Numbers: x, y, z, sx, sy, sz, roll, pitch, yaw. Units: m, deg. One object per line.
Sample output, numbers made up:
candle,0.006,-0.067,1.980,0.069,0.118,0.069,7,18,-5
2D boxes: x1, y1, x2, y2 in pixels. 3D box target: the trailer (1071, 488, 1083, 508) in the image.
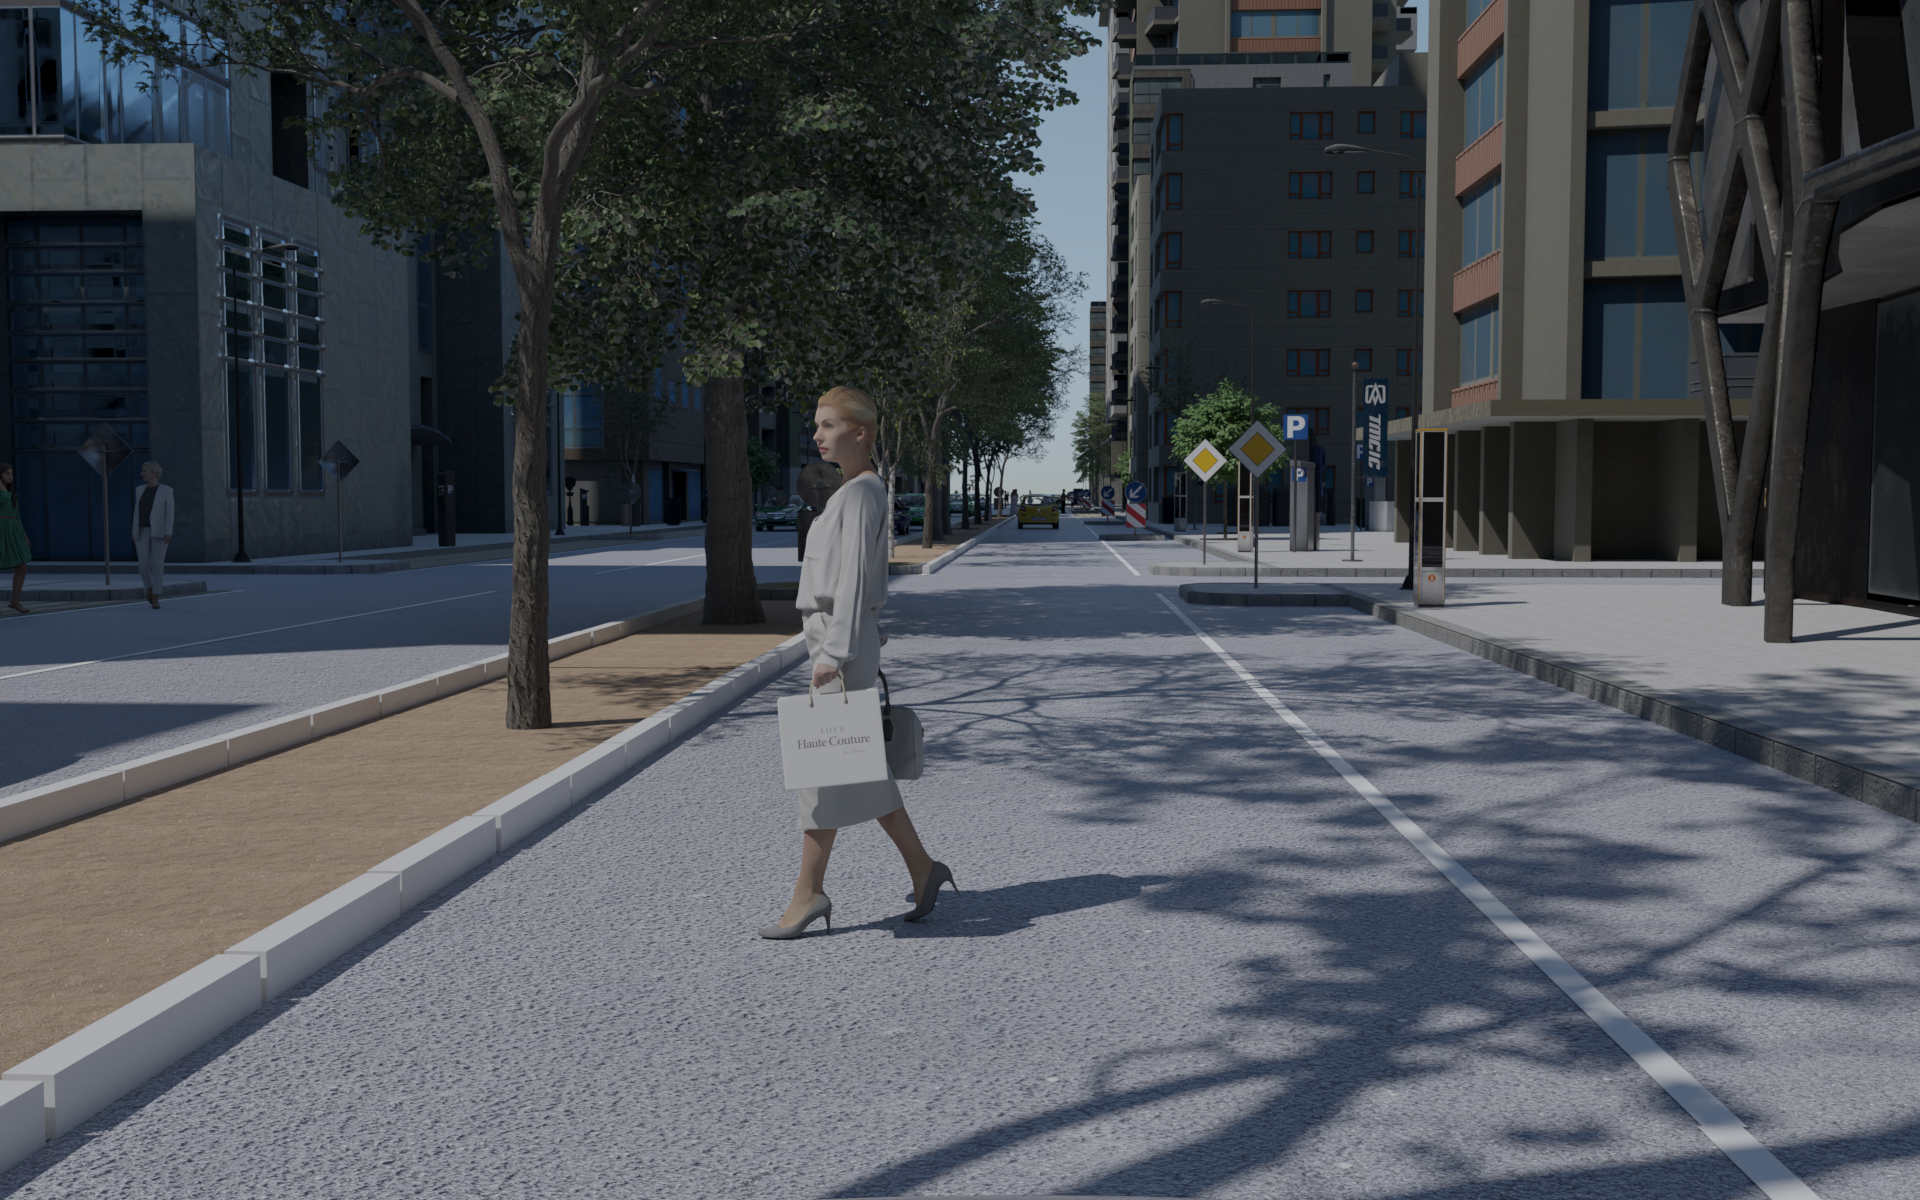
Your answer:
trailer,11.994,-10.338,176.081,1.471,1.999,3.904,0,4,2

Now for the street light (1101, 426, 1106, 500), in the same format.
street light,10.580,-8.915,118.309,1.470,5.913,1.316,0,4,3

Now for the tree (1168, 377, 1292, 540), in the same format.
tree,7.531,-3.961,48.474,4.285,4.588,4.351,0,3,0

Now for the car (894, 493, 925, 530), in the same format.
car,-2.040,-3.640,68.315,1.959,1.807,4.718,0,4,2

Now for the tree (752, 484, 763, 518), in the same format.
tree,-11.072,-5.964,92.120,1.663,3.219,1.824,0,3,0

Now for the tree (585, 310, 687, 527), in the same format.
tree,-12.706,-7.162,67.466,4.360,8.622,3.978,0,3,0

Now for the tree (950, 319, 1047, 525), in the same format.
tree,0.744,-9.366,81.346,9.928,11.665,9.643,0,3,0

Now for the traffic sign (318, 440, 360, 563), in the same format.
traffic sign,-11.577,-1.753,32.310,0.795,2.450,0.064,0,4,3

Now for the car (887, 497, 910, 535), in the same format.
car,-2.726,-3.004,61.701,1.945,1.354,3.894,0,4,2

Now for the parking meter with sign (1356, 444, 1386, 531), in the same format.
parking meter with sign,14.497,-3.918,60.323,1.738,3.016,0.543,-3,5,-39

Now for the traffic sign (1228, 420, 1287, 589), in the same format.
traffic sign,4.018,-1.212,23.464,0.795,2.450,0.064,0,4,3

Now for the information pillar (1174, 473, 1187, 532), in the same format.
information pillar,7.538,-3.347,59.212,0.304,2.012,0.304,-2,4,-32

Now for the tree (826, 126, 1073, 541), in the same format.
tree,-0.634,-8.054,52.259,7.486,12.596,7.792,0,3,0

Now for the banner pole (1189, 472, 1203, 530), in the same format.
banner pole,8.490,-4.388,61.757,0.401,3.779,0.863,-1,4,-20

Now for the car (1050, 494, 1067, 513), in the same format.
car,7.112,-7.411,132.974,2.131,1.459,4.920,0,4,4

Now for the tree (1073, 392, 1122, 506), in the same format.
tree,15.429,-16.748,191.949,7.486,12.596,7.792,0,3,0

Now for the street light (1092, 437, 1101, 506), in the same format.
street light,11.627,-10.227,139.758,1.470,5.913,1.316,0,4,3

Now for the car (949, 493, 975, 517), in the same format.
car,-0.018,-6.215,110.403,1.959,1.807,4.718,0,4,3

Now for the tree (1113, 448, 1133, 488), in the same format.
tree,11.293,-7.657,108.898,4.285,4.588,4.351,0,3,0

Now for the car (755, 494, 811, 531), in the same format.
car,-6.887,-3.439,68.020,2.131,1.459,4.920,0,4,2

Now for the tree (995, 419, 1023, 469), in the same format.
tree,1.682,-8.818,97.001,4.737,8.622,4.395,0,3,0

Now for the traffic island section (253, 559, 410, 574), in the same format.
traffic island section,-11.601,-0.617,32.373,2.009,0.180,2.903,0,4,3

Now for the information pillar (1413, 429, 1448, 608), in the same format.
information pillar,5.329,-0.926,19.626,0.304,2.012,0.304,0,4,4

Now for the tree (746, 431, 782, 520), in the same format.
tree,-10.824,-6.361,87.718,4.285,4.588,4.351,0,3,0

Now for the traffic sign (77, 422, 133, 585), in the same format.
traffic sign,-12.003,-1.266,24.336,0.795,2.450,0.064,0,4,3

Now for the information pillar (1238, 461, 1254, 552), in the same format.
information pillar,6.297,-2.059,38.157,0.304,2.012,0.304,1,4,19

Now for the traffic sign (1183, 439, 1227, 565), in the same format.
traffic sign,4.443,-1.700,31.438,0.795,2.450,0.064,0,4,3

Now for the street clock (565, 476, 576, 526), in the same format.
street clock,-15.921,-4.044,70.690,0.471,2.002,0.358,2,4,24

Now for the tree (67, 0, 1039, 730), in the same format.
tree,-2.677,-4.468,9.916,8.767,10.594,7.601,0,4,3

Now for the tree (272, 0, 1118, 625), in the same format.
tree,-2.503,-6.698,18.628,9.857,13.997,8.962,0,3,0

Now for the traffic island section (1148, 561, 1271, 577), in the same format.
traffic island section,4.467,-0.565,31.514,2.009,0.180,2.903,0,4,3

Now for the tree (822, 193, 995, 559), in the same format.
tree,-1.566,-5.242,38.523,4.737,8.622,4.395,0,3,0

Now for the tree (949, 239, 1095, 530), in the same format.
tree,0.192,-9.589,69.612,12.009,13.543,11.850,0,3,0

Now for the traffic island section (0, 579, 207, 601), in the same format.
traffic island section,-12.027,-0.130,24.399,2.009,0.180,2.903,0,4,3

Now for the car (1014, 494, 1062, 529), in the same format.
car,3.251,-3.797,72.303,2.015,1.641,3.980,0,4,1

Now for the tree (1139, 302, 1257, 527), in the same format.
tree,8.926,-7.118,66.740,4.360,8.622,3.978,0,3,0

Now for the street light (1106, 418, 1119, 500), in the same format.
street light,9.901,-8.175,106.205,1.470,5.913,1.316,0,4,3

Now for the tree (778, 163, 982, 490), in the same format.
tree,-1.508,-4.945,33.672,4.360,8.622,3.978,0,3,0

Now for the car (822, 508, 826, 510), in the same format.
car,-5.640,-4.396,81.469,1.945,1.707,3.694,0,4,2

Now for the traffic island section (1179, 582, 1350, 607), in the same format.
traffic island section,4.042,-0.077,23.540,2.009,0.180,2.903,0,4,3

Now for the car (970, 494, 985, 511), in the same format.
car,1.290,-7.183,129.239,2.131,1.459,4.920,0,4,1

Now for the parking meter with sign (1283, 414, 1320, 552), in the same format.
parking meter with sign,7.689,-2.599,38.759,0.543,3.016,1.738,2,4,23

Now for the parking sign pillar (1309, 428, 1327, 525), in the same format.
parking sign pillar,14.720,-5.066,71.307,1.447,3.967,1.447,2,4,25

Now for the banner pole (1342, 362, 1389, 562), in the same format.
banner pole,7.712,-2.622,32.890,0.863,3.779,0.401,1,4,9

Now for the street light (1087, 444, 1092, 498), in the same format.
street light,12.830,-11.539,161.199,1.470,5.913,1.316,0,4,3
